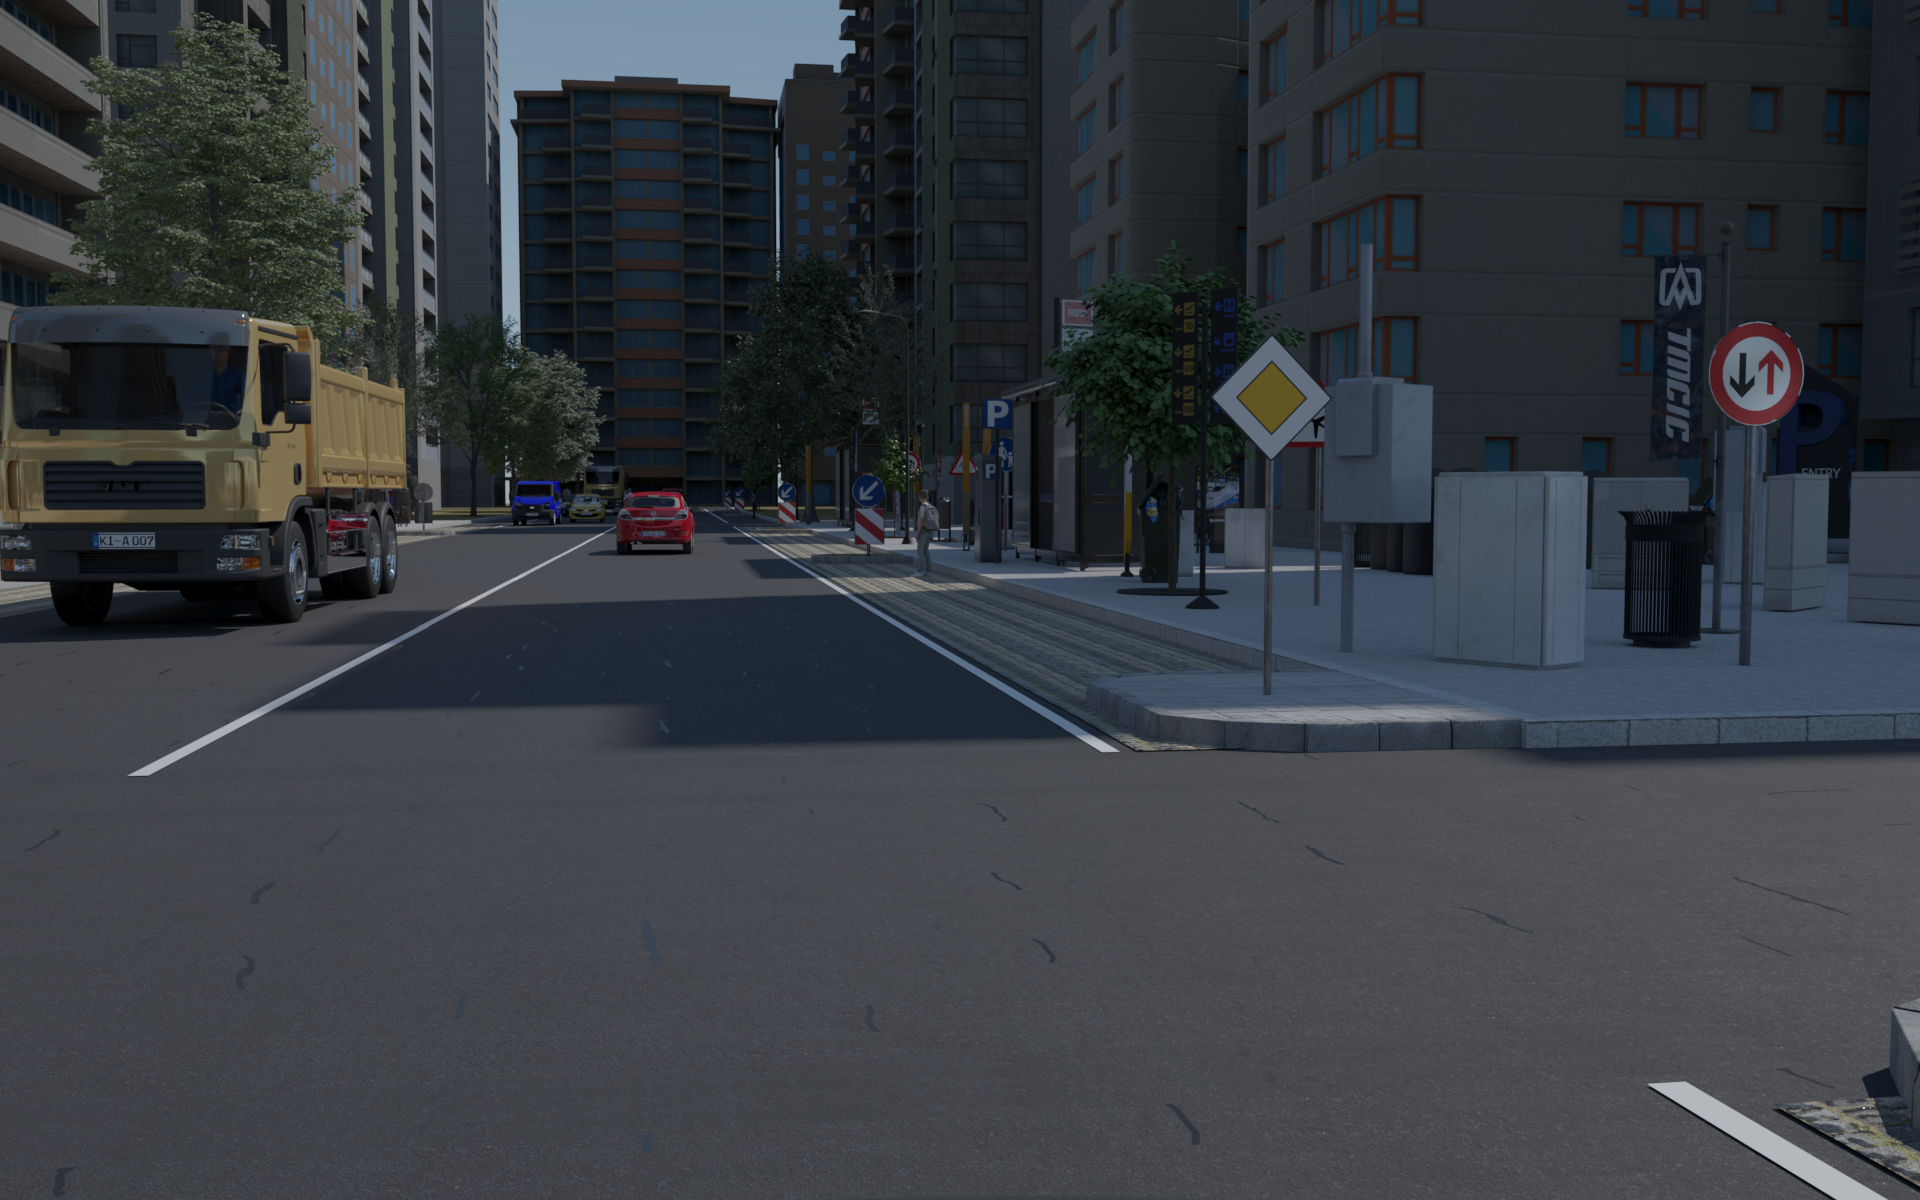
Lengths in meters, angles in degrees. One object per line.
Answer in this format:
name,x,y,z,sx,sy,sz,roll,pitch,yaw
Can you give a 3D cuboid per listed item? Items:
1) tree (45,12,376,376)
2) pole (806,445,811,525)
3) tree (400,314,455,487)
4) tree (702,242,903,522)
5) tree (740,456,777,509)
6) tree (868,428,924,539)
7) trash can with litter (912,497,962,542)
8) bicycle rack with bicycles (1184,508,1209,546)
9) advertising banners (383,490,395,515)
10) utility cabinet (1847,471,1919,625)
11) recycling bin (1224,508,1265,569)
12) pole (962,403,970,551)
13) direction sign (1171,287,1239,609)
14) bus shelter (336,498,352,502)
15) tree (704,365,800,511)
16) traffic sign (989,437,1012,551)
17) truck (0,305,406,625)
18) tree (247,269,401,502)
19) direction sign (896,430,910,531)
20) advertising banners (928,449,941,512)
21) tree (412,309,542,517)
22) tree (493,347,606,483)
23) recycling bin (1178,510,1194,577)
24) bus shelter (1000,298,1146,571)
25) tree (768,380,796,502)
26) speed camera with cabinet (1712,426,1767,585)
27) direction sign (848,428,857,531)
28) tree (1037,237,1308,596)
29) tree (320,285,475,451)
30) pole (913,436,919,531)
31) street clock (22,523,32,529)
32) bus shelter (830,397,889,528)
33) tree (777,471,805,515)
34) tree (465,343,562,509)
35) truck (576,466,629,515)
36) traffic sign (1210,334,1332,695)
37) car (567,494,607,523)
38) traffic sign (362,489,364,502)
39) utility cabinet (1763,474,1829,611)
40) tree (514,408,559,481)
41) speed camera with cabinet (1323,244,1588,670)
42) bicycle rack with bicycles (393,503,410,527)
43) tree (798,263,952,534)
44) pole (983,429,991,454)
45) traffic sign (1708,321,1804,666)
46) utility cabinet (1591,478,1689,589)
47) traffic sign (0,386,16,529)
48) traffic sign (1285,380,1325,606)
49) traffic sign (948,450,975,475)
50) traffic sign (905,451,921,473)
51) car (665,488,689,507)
tree,-17.584,-7.538,41.381,7.486,12.596,7.792,0,3,0
pole,-6.353,-4.813,72.540,0.158,3.312,0.155,0,3,0
tree,-22.910,-7.317,69.988,4.360,8.622,3.978,0,3,0
tree,-7.015,-9.921,79.221,9.611,12.733,9.660,0,3,0
tree,-16.833,-9.852,144.789,4.285,4.588,4.351,0,3,0
tree,-1.787,-3.411,50.365,1.663,3.219,1.824,0,3,0
trash can with litter,-0.561,-2.179,46.677,1.678,1.210,2.233,-3,4,-36
bicycle rack with bicycles,5.824,-1.839,43.446,2.925,0.926,2.852,1,4,19
advertising banners,-21.343,-4.204,64.927,0.090,3.025,2.074,0,4,-5
utility cabinet,9.338,-0.502,16.894,0.318,1.500,1.173,-2,4,-35
recycling bin,5.010,-1.069,30.034,0.722,1.027,0.722,1,4,20
pole,0.140,-2.762,38.998,0.158,3.312,0.155,0,3,0
direction sign,2.719,-1.672,19.329,0.876,3.537,0.379,3,5,44
bus shelter,-23.271,-4.400,63.222,1.731,3.624,6.357,-1,4,-9
tree,-15.512,-12.564,131.178,9.928,11.665,9.643,0,3,0
traffic sign,1.025,-2.374,38.916,0.768,2.556,0.104,0,4,-3
truck,-8.917,-1.547,21.221,3.469,3.379,9.791,-1,4,-8
tree,-20.675,-6.373,54.555,4.360,8.622,3.978,0,3,0
direction sign,-2.048,-4.217,60.940,0.379,3.537,0.876,3,4,36
advertising banners,-0.996,-4.370,67.633,0.090,3.025,2.074,-1,4,-14
tree,-27.311,-10.490,97.259,9.928,11.665,9.643,0,3,0
tree,-36.069,-14.959,151.233,9.857,13.997,8.962,0,3,0
recycling bin,3.245,-0.892,27.145,0.722,1.027,0.722,0,4,-3
bus shelter,2.122,-3.398,33.181,2.179,5.291,8.768,-1,4,-9
tree,-10.456,-9.345,103.157,4.360,8.622,3.978,0,3,0
speed camera with cabinet,11.055,-1.838,24.389,0.660,3.252,2.038,2,4,32
direction sign,-3.680,-4.147,59.802,0.379,3.537,0.876,1,4,12
tree,2.723,-2.367,22.415,4.285,4.588,4.351,0,3,0
tree,-25.378,-8.776,77.892,7.601,10.594,8.767,0,4,1
pole,-1.523,-4.067,60.338,0.158,3.312,0.155,0,3,0
street clock,-15.807,-1.518,29.391,0.471,2.002,0.358,0,4,-1
bus shelter,-3.983,-5.600,69.189,2.179,5.291,8.768,-1,4,-9
tree,-10.484,-6.982,108.765,1.663,3.219,1.824,0,3,0
tree,-33.949,-12.946,129.790,7.486,12.596,7.792,0,3,0
truck,-24.758,-7.622,120.545,3.469,3.379,9.791,-1,4,-10
traffic sign,1.960,-0.450,10.999,0.795,2.450,0.064,-1,4,-9
car,-18.918,-4.755,87.965,2.015,1.641,3.980,-1,4,-10
traffic sign,-25.098,-4.450,72.766,0.884,2.594,0.081,0,4,-1
utility cabinet,9.276,-0.645,19.229,0.318,1.500,1.173,3,5,43
tree,-35.464,-11.797,143.245,4.360,8.622,3.978,0,3,0
speed camera with cabinet,3.802,-1.166,13.406,0.660,3.252,2.038,-3,5,-39
bicycle rack with bicycles,-23.045,-3.355,68.235,2.852,0.926,2.925,-2,4,-23
tree,-2.103,-6.376,54.618,4.360,8.622,3.978,0,3,0
pole,0.617,-2.809,39.776,0.158,3.312,0.155,0,3,0
traffic sign,5.878,-0.782,12.898,0.768,2.556,0.104,-1,4,-9
utility cabinet,9.126,-0.892,23.267,1.173,1.500,0.318,1,4,17
traffic sign,-18.221,-2.376,32.716,2.265,3.308,0.079,0,4,-3
traffic sign,4.098,-1.213,19.831,0.884,2.594,0.081,0,3,0
traffic sign,0.118,-2.951,48.257,0.884,2.594,0.081,0,4,-4
traffic sign,-1.550,-3.152,51.638,0.768,2.556,0.104,0,4,-1
car,-19.086,-6.479,114.609,2.281,1.827,5.304,-1,4,-11
